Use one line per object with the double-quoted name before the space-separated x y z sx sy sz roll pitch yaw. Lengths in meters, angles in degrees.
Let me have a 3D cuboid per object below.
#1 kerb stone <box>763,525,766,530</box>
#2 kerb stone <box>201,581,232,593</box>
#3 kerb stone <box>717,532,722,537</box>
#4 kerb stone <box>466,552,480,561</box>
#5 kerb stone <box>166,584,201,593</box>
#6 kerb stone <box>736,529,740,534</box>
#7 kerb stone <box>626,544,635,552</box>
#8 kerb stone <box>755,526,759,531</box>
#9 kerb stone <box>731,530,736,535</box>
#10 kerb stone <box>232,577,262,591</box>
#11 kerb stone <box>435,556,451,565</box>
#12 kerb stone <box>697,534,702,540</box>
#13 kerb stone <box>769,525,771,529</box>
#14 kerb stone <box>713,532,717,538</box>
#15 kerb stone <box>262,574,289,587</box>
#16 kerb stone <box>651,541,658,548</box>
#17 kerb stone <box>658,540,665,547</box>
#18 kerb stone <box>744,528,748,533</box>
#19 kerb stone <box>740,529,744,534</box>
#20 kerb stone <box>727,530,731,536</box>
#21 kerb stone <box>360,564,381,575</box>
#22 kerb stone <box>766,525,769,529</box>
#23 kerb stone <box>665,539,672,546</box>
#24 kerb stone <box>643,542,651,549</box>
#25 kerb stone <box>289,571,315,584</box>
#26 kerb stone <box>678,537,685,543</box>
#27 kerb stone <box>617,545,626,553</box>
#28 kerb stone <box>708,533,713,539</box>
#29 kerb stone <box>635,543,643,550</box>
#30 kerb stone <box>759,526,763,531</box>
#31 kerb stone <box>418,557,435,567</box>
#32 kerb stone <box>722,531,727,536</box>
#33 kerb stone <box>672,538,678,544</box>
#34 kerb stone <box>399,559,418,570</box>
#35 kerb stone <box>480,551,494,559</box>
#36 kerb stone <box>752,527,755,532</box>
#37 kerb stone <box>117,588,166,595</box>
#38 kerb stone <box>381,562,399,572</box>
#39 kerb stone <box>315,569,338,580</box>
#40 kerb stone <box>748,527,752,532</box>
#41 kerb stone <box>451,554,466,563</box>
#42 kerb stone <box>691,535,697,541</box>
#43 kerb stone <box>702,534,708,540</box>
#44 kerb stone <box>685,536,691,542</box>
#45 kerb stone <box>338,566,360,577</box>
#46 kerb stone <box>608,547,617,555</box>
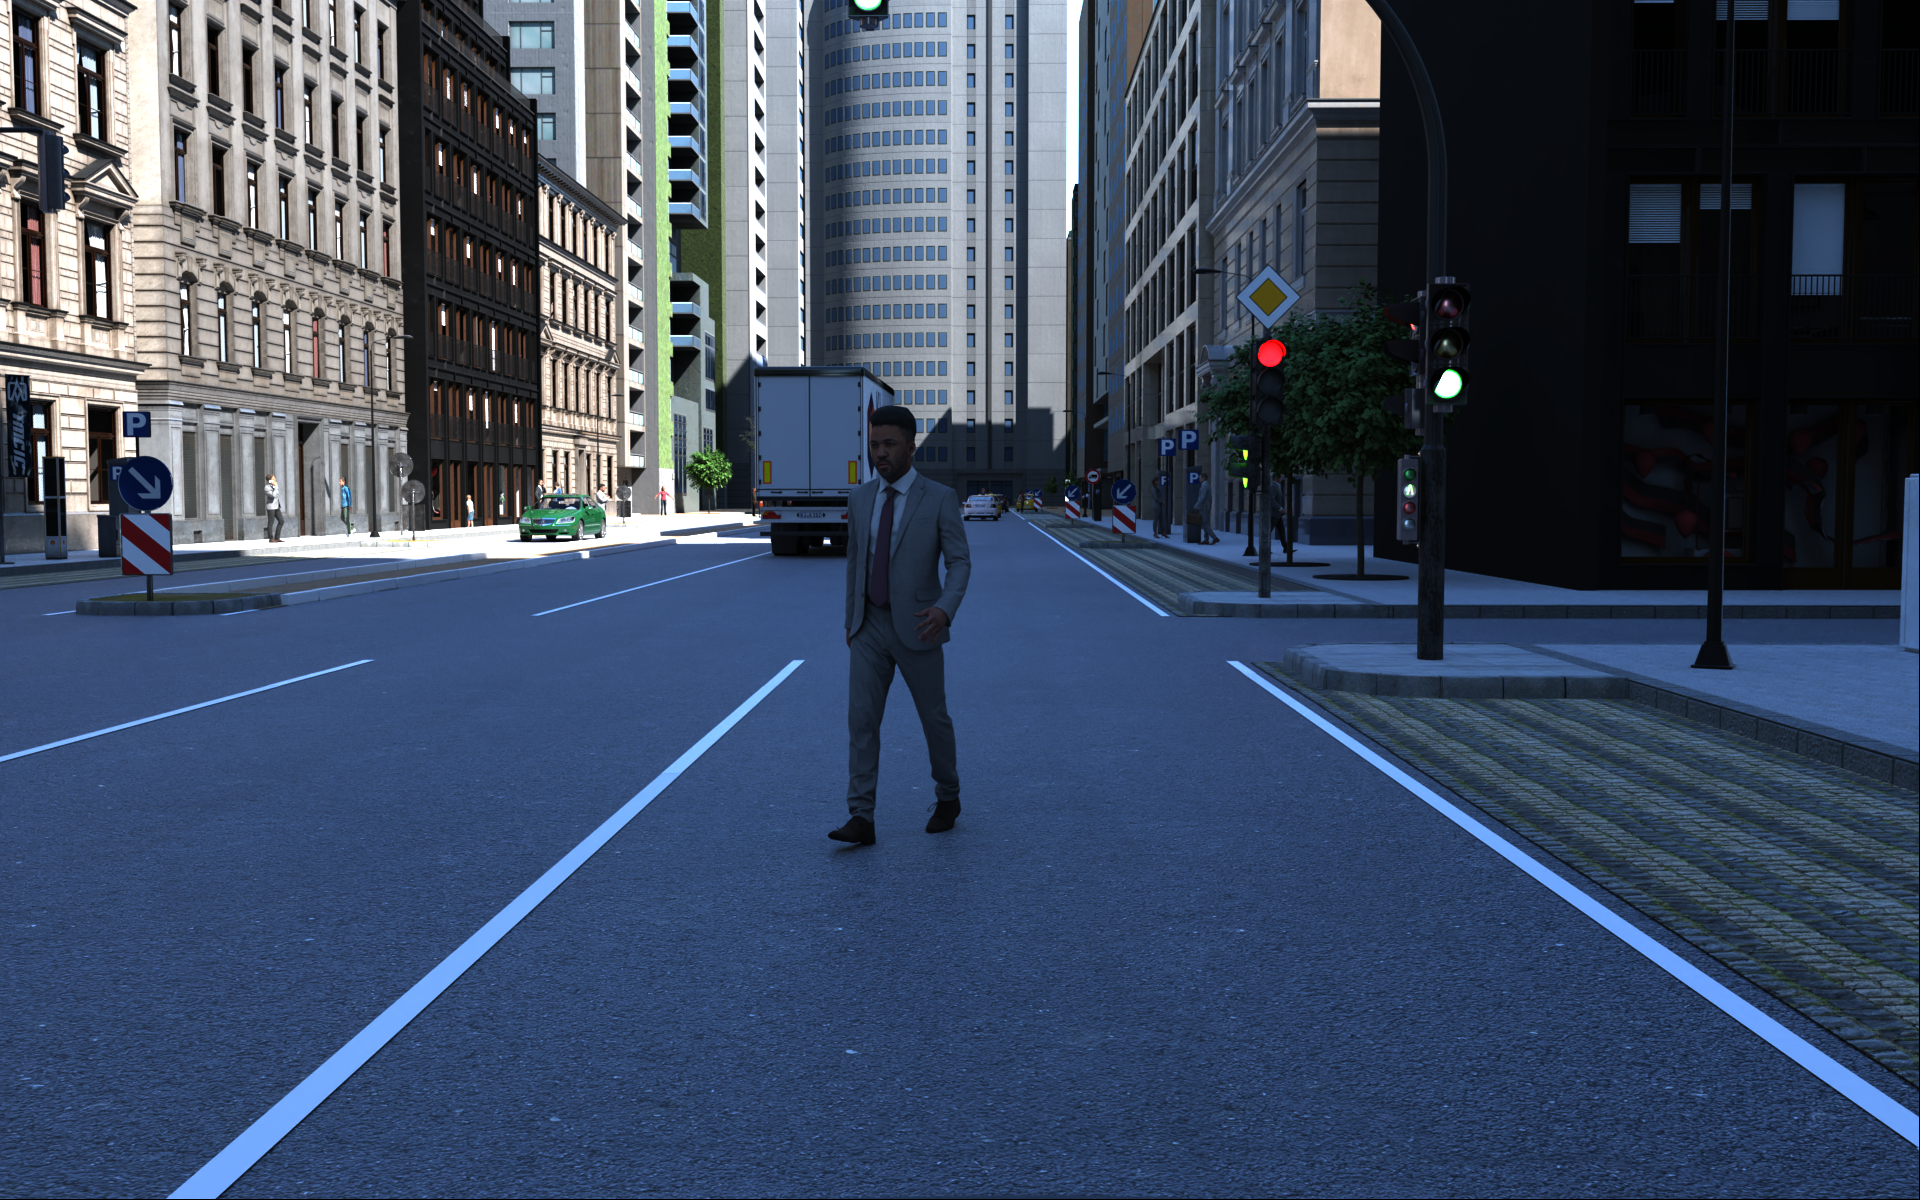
"kerb stone" -7.939 -2.854 68.853 0.120 0.150 1.000 0 4 1
"kerb stone" -10.741 -0.160 24.803 0.120 0.150 1.000 0 4 1
"kerb stone" -8.117 -2.163 57.567 0.120 0.150 1.000 0 4 1
"kerb stone" -10.540 -0.912 37.108 0.120 0.150 1.000 0 4 1
"kerb stone" -10.749 -0.097 23.781 0.120 0.150 1.000 0 4 1
"kerb stone" -8.057 -2.414 61.668 0.120 0.150 1.000 0 4 1
"kerb stone" -8.347 -1.286 43.220 0.120 0.150 1.000 0 4 1
"kerb stone" -7.974 -2.727 66.800 0.120 0.150 1.000 0 4 1
"kerb stone" -8.067 -2.351 60.640 0.120 0.150 1.000 0 4 1
"kerb stone" -10.715 -0.222 25.830 0.120 0.150 1.000 0 4 1
"kerb stone" -10.574 -0.787 35.062 0.120 0.150 1.000 0 4 1
"kerb stone" -8.178 -1.913 53.472 0.120 0.150 1.000 0 4 1
"kerb stone" -7.911 -2.979 70.898 0.120 0.150 1.000 0 4 1
"kerb stone" -8.139 -2.101 56.543 0.120 0.150 1.000 0 4 1
"kerb stone" -10.706 -0.285 26.852 0.120 0.150 1.000 0 4 1
"kerb stone" -8.294 -1.474 46.296 0.120 0.150 1.000 0 4 1
"kerb stone" -8.279 -1.534 47.329 0.120 0.150 1.000 0 4 1
"kerb stone" -8.015 -2.540 63.717 0.120 0.150 1.000 0 4 1
"kerb stone" -8.034 -2.477 62.690 0.120 0.150 1.000 0 4 1
"kerb stone" -8.089 -2.279 59.617 0.120 0.150 1.000 0 4 1
"kerb stone" -10.637 -0.535 30.950 0.120 0.150 1.000 0 4 1
"kerb stone" -7.931 -2.912 69.876 0.120 0.150 1.000 0 4 1
"kerb stone" -8.262 -1.597 48.351 0.120 0.150 1.000 0 4 1
"kerb stone" -8.311 -1.407 45.268 0.120 0.150 1.000 0 4 1
"kerb stone" -10.685 -0.344 27.874 0.120 0.150 1.000 0 4 1
"kerb stone" -8.236 -1.725 50.395 0.120 0.150 1.000 0 4 1
"kerb stone" -8.362 -1.219 42.198 0.120 0.150 1.000 0 4 1
"kerb stone" -8.149 -2.038 55.518 0.120 0.150 1.000 0 4 1
"kerb stone" -8.328 -1.348 44.242 0.120 0.150 1.000 0 4 1
"kerb stone" -7.950 -2.791 67.830 0.120 0.150 1.000 0 4 1
"kerb stone" -10.588 -0.724 34.039 0.120 0.150 1.000 0 4 1
"kerb stone" -8.105 -2.226 58.595 0.120 0.150 1.000 0 4 1
"kerb stone" -8.250 -1.661 49.373 0.120 0.150 1.000 0 4 1
"kerb stone" -10.604 -0.659 33.001 0.120 0.150 1.000 0 4 1
"kerb stone" -10.524 -0.975 38.130 0.120 0.150 1.000 0 4 1
"kerb stone" -7.993 -2.664 65.774 0.120 0.150 1.000 0 4 1
"kerb stone" -10.767 -0.027 22.753 0.120 0.150 1.000 0 4 1
"kerb stone" -10.626 -0.598 31.974 0.120 0.150 1.000 0 4 1
"kerb stone" -10.672 -0.409 28.899 0.120 0.150 1.000 0 4 1
"kerb stone" -8.004 -2.596 64.740 0.120 0.150 1.000 0 4 1
"kerb stone" -10.560 -0.844 36.084 0.120 0.150 1.000 0 4 1
"kerb stone" -8.199 -1.850 52.450 0.120 0.150 1.000 0 4 1
"kerb stone" -8.161 -1.975 54.495 0.120 0.150 1.000 0 4 1
"kerb stone" -8.216 -1.788 51.428 0.120 0.150 1.000 0 4 1
"kerb stone" -10.653 -0.473 29.928 0.120 0.150 1.000 0 4 1
"kerb stone" -8.380 -1.161 41.176 0.120 0.150 1.000 0 4 1
